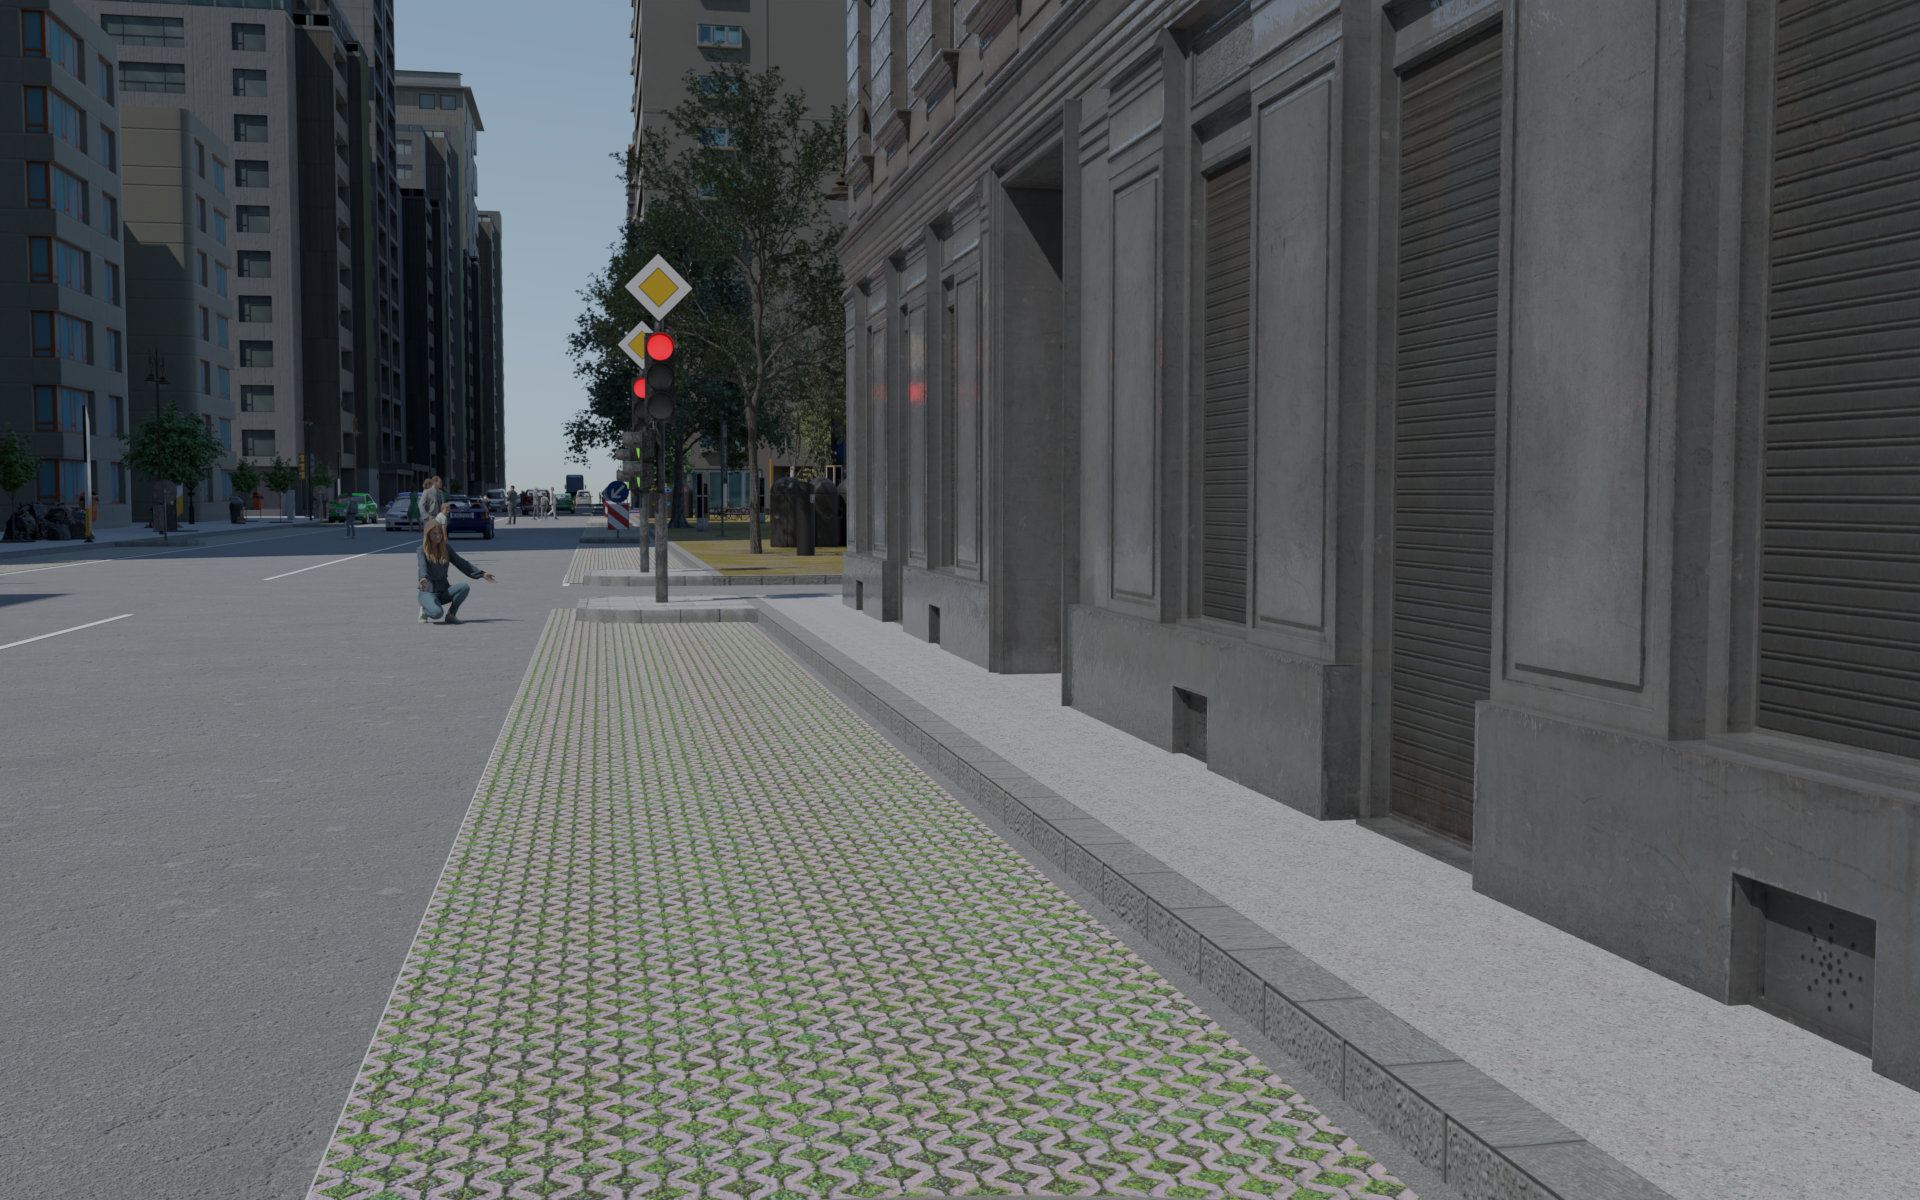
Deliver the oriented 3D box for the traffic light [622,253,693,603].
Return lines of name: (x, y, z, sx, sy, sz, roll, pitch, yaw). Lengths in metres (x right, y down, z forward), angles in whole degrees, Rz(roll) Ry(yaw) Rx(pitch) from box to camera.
traffic light: (-3.545, -1.923, 20.368, 0.839, 4.253, 0.868, -1, 4, -12)

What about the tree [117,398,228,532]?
tree: (-26.782, -4.613, 59.138, 4.285, 4.588, 4.351, 0, 3, 0)

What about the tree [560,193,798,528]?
tree: (-10.586, -9.083, 65.510, 9.611, 12.733, 9.660, 0, 3, 0)

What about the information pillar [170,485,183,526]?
information pillar: (-31.315, -4.757, 69.135, 0.183, 3.616, 0.504, 3, 5, 42)

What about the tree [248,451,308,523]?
tree: (-30.451, -5.062, 77.371, 1.663, 3.219, 1.824, 0, 3, 0)

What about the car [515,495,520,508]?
car: (-43.479, -9.766, 172.034, 2.083, 1.381, 4.827, -1, 4, -11)

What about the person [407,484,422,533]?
person: (-20.302, -3.406, 64.441, 0.529, 1.795, 0.600, 0, 4, -2)

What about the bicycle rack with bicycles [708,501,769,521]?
bicycle rack with bicycles: (-11.159, -4.363, 84.721, 2.925, 0.926, 2.852, 1, 4, 21)

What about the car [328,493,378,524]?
car: (-28.969, -4.519, 82.677, 1.959, 1.807, 4.718, -1, 4, -10)

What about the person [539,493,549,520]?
person: (-22.673, -5.088, 94.282, 0.523, 1.515, 0.503, 2, 4, 24)

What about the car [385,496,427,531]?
car: (-21.550, -3.429, 68.429, 2.083, 1.381, 4.827, -1, 4, -12)

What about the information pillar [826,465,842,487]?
information pillar: (-3.236, -2.451, 44.572, 0.304, 2.012, 0.304, 3, 5, 39)

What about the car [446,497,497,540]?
car: (-15.858, -2.626, 55.518, 1.945, 1.354, 3.894, -1, 4, -13)

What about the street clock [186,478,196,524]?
street clock: (-32.643, -4.218, 73.537, 0.471, 2.002, 0.358, -3, 5, -39)

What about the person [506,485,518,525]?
person: (-21.143, -4.476, 81.482, 0.447, 1.846, 0.655, 2, 4, 30)

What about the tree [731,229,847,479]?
tree: (-4.589, -5.970, 47.977, 4.360, 8.622, 3.978, 0, 3, 0)

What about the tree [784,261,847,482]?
tree: (-3.316, -6.292, 53.242, 4.737, 8.622, 4.395, 0, 3, 0)

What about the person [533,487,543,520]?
person: (-23.450, -5.348, 96.121, 0.526, 1.800, 0.537, -1, 4, -16)

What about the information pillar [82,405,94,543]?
information pillar: (-23.088, -3.331, 45.824, 0.183, 3.616, 0.504, -1, 4, -18)

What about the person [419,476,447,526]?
person: (-11.094, -1.709, 36.541, 0.391, 1.810, 0.635, 1, 4, 17)

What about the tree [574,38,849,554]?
tree: (-4.641, -6.250, 36.594, 7.601, 10.594, 8.767, -3, 5, -40)

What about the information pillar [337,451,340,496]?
information pillar: (-33.925, -6.317, 94.632, 0.183, 3.616, 0.504, -1, 4, -17)

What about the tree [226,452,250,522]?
tree: (-33.130, -5.226, 80.044, 1.663, 3.219, 1.824, 0, 3, 0)

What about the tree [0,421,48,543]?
tree: (-25.253, -3.135, 45.858, 1.663, 3.219, 1.824, 0, 3, 0)

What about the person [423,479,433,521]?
person: (-12.443, -1.973, 41.039, 0.573, 1.790, 0.520, -2, 4, -30)

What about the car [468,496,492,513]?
car: (-32.902, -6.443, 117.916, 1.945, 1.354, 3.894, -1, 4, -11)

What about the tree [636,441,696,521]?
tree: (-14.261, -6.016, 82.076, 4.285, 4.588, 4.351, 0, 3, 0)

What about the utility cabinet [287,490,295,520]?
utility cabinet: (-33.378, -4.756, 86.437, 0.318, 1.500, 1.173, -1, 4, -17)

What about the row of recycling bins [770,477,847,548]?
row of recycling bins: (-3.006, -2.166, 42.524, 3.534, 1.692, 1.069, -3, 4, -36)

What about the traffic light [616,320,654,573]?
traffic light: (-5.170, -2.402, 28.187, 0.839, 4.253, 0.868, -1, 4, -12)

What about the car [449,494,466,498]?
car: (-30.971, -5.755, 106.095, 2.014, 1.417, 4.499, -1, 4, -10)

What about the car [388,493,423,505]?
car: (-24.052, -4.063, 76.029, 1.945, 1.707, 3.694, -1, 4, -13)

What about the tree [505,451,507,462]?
tree: (-68.342, -18.568, 253.952, 4.360, 8.622, 3.978, 0, 3, 0)

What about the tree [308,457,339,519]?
tree: (-33.712, -5.892, 90.932, 1.663, 3.219, 1.824, 0, 3, 0)

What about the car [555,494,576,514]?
car: (-29.185, -7.229, 126.983, 1.959, 1.807, 4.718, -1, 4, -11)

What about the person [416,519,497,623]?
person: (-5.645, -0.317, 19.176, 1.012, 1.151, 0.738, -3, 5, -41)

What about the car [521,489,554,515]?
car: (-29.089, -6.771, 119.380, 2.281, 1.827, 5.304, -1, 4, -11)

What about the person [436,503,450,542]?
person: (-10.338, -1.310, 34.604, 0.352, 1.250, 0.332, 0, 4, 1)

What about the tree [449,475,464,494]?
tree: (-50.702, -11.004, 174.509, 1.663, 3.219, 1.824, 0, 3, 0)

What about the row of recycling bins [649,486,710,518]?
row of recycling bins: (-15.035, -5.182, 91.842, 3.534, 1.692, 1.069, 0, 4, -1)

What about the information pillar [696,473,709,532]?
information pillar: (-8.821, -3.352, 59.290, 0.304, 2.012, 0.304, 2, 4, 31)

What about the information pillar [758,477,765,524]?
information pillar: (-8.664, -4.330, 75.282, 0.304, 2.012, 0.304, -2, 4, -30)

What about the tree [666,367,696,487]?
tree: (-15.863, -8.752, 93.465, 4.360, 8.622, 3.978, 0, 3, 0)

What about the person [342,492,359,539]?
person: (-19.621, -2.730, 55.738, 0.523, 1.515, 0.503, -1, 4, -16)

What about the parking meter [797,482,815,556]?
parking meter: (-3.205, -1.686, 35.982, 0.372, 1.533, 0.369, 0, 3, 0)

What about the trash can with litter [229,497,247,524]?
trash can with litter: (-30.933, -3.851, 74.348, 0.624, 1.170, 1.055, -3, 5, -44)

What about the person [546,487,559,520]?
person: (-22.931, -5.438, 97.296, 0.818, 1.842, 0.514, -2, 4, -29)

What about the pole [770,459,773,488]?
pole: (-10.928, -6.524, 100.502, 0.158, 3.312, 0.155, 0, 3, 0)

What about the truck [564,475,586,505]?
truck: (-51.856, -14.842, 232.420, 2.967, 4.110, 18.799, -1, 4, -11)
